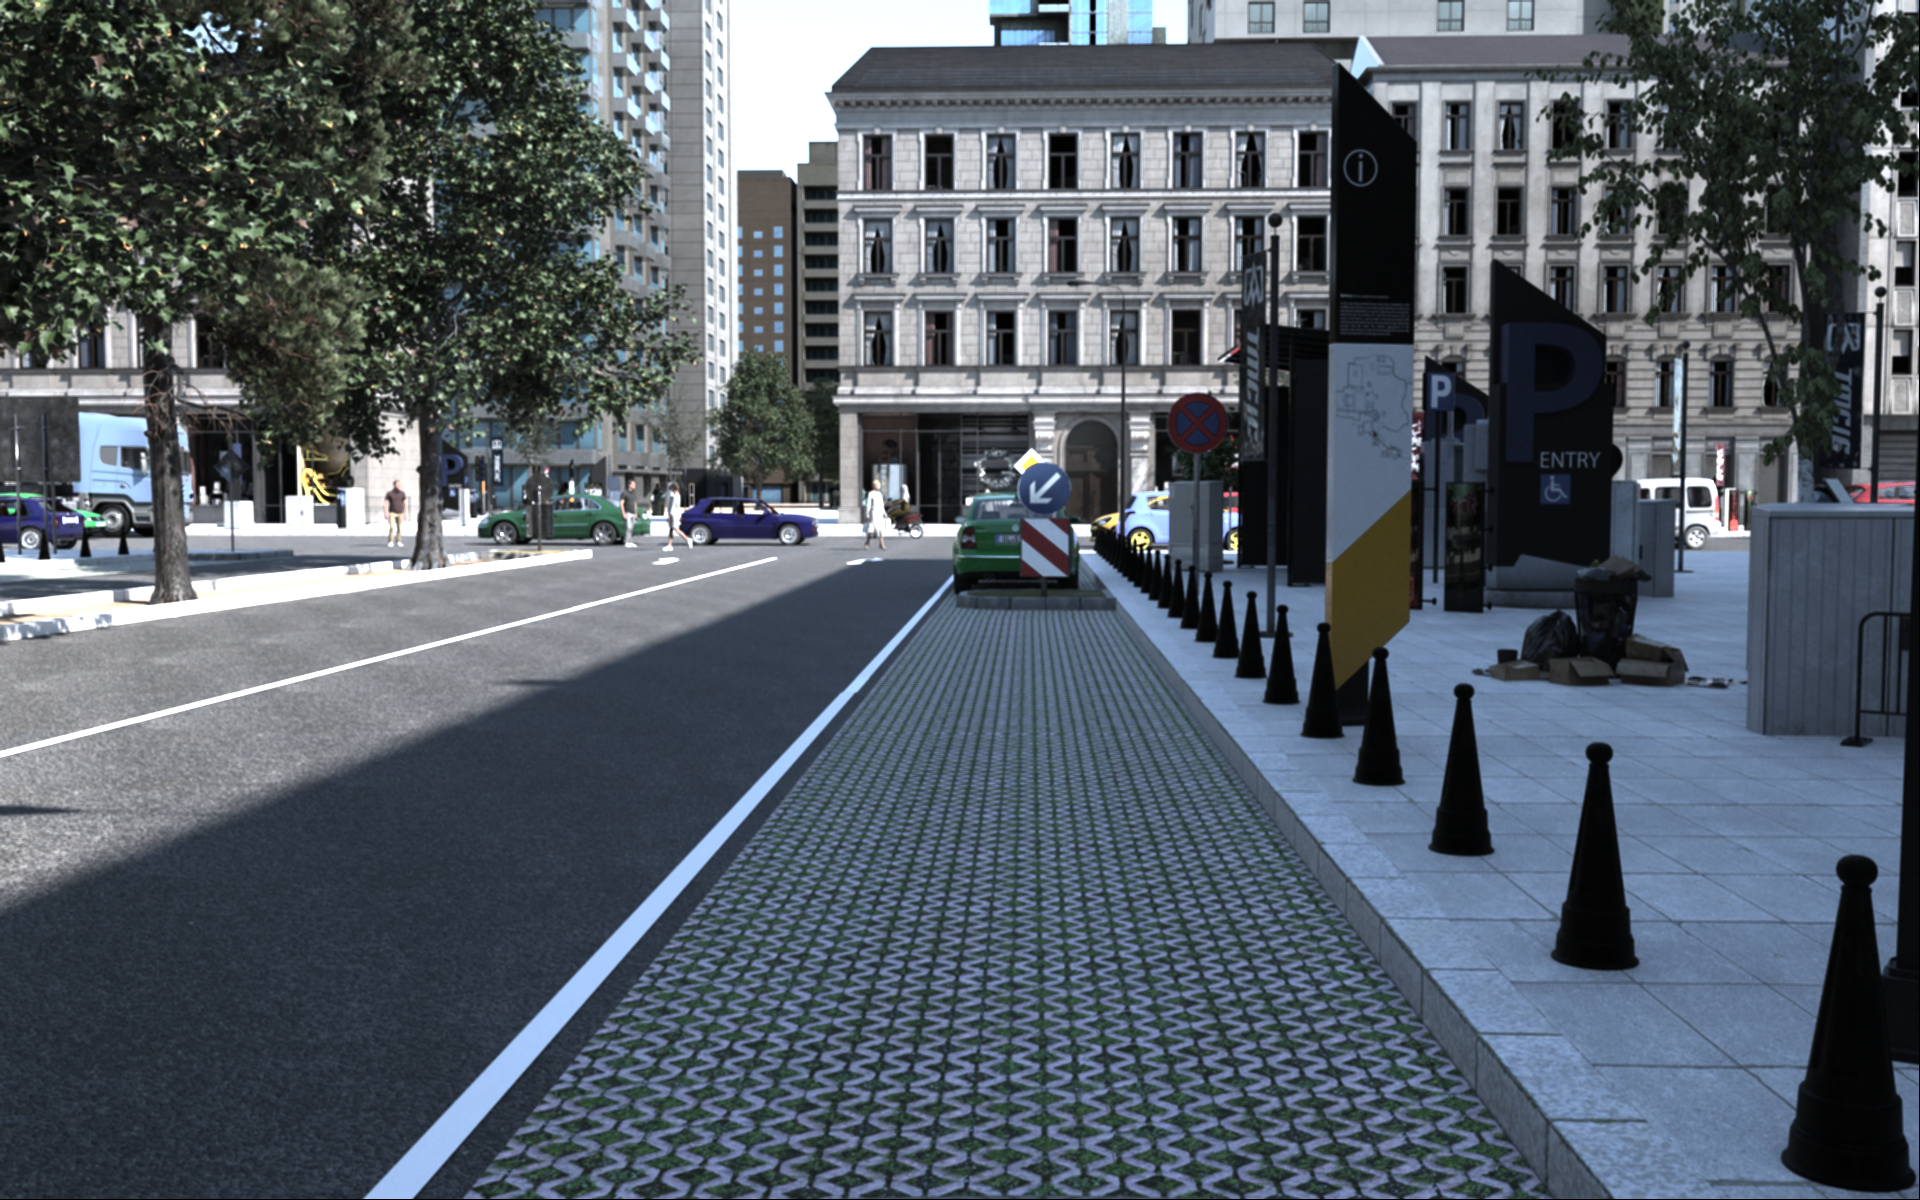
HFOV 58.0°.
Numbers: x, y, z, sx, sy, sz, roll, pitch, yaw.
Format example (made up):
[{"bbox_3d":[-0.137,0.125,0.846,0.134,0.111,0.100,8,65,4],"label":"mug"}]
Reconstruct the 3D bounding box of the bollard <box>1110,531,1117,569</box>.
[{"bbox_3d":[2.745,-0.845,29.856,0.229,0.601,0.229,0,3,0],"label":"bollard"}]

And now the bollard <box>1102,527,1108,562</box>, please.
[{"bbox_3d":[2.863,-1.026,32.822,0.229,0.601,0.229,0,3,0],"label":"bollard"}]

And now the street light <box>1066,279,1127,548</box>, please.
[{"bbox_3d":[3.005,-3.981,37.632,1.470,5.913,1.316,0,4,2],"label":"street light"}]

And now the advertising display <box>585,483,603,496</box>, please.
[{"bbox_3d":[-20.552,-5.626,97.196,0.974,1.923,0.123,0,4,-3],"label":"advertising display"}]

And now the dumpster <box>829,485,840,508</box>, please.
[{"bbox_3d":[-11.198,-9.568,161.393,1.985,2.255,1.502,0,4,3],"label":"dumpster"}]

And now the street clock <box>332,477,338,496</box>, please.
[{"bbox_3d":[-25.643,-4.096,71.546,0.471,2.002,0.358,-3,5,-43],"label":"street clock"}]

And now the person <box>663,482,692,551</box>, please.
[{"bbox_3d":[-7.218,-2.130,44.084,0.760,1.731,0.466,-2,4,-35],"label":"person"}]

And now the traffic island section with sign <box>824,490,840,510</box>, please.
[{"bbox_3d":[-11.186,-9.043,156.488,1.989,1.847,2.006,0,4,2],"label":"traffic island section with sign"}]

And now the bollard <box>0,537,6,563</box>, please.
[{"bbox_3d":[-17.916,-0.993,32.282,0.229,0.601,0.229,0,3,0],"label":"bollard"}]

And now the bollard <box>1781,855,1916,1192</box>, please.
[{"bbox_3d":[1.687,0.781,3.275,0.229,0.601,0.229,0,3,0],"label":"bollard"}]

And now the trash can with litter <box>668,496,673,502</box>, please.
[{"bbox_3d":[-16.850,-5.541,101.986,0.624,1.170,1.055,0,4,-7],"label":"trash can with litter"}]

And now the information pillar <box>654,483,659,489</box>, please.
[{"bbox_3d":[-19.304,-6.465,110.194,0.304,2.012,0.304,-2,4,-27],"label":"information pillar"}]

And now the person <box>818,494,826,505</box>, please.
[{"bbox_3d":[-16.595,-12.166,207.974,0.990,1.755,0.434,1,4,14],"label":"person"}]

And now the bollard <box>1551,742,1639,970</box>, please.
[{"bbox_3d":[1.750,0.690,4.757,0.229,0.601,0.229,0,3,0],"label":"bollard"}]

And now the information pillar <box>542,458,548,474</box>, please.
[{"bbox_3d":[-26.766,-7.367,111.799,0.504,3.616,0.183,3,5,40],"label":"information pillar"}]

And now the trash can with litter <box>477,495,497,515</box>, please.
[{"bbox_3d":[-28.590,-5.833,106.429,1.678,1.210,2.233,-2,4,-34],"label":"trash can with litter"}]

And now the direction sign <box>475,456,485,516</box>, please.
[{"bbox_3d":[-28.587,-6.803,103.230,0.876,3.537,0.379,3,4,38],"label":"direction sign"}]

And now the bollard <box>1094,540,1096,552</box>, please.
[{"bbox_3d":[3.038,-1.298,37.264,0.229,0.601,0.229,0,3,0],"label":"bollard"}]

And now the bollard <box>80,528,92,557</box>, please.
[{"bbox_3d":[-17.800,-1.174,35.235,0.229,0.601,0.229,0,3,0],"label":"bollard"}]

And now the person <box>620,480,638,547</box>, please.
[{"bbox_3d":[-8.954,-2.346,46.981,0.434,1.807,0.598,3,4,37],"label":"person"}]

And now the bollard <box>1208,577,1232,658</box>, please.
[{"bbox_3d":[2.099,0.149,13.606,0.229,0.601,0.229,0,3,0],"label":"bollard"}]

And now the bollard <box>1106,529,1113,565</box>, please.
[{"bbox_3d":[2.803,-0.936,31.349,0.229,0.601,0.229,0,3,0],"label":"bollard"}]

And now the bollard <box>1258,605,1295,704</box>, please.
[{"bbox_3d":[1.980,0.330,10.653,0.229,0.601,0.229,0,3,0],"label":"bollard"}]

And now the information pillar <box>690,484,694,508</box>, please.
[{"bbox_3d":[-18.965,-7.217,122.491,0.304,2.012,0.304,0,4,-7],"label":"information pillar"}]

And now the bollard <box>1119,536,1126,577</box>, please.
[{"bbox_3d":[2.622,-0.664,26.893,0.229,0.601,0.229,0,3,0],"label":"bollard"}]

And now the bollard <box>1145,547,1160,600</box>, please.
[{"bbox_3d":[2.393,-0.302,20.987,0.229,0.601,0.229,0,3,0],"label":"bollard"}]

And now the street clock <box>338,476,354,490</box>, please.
[{"bbox_3d":[-24.064,-3.889,68.153,0.358,2.002,0.471,1,4,17],"label":"street clock"}]

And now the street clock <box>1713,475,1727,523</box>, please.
[{"bbox_3d":[27.829,-3.604,63.495,0.471,2.002,0.358,1,4,22],"label":"street clock"}]

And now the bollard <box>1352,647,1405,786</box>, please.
[{"bbox_3d":[1.867,0.510,7.705,0.229,0.601,0.229,0,3,0],"label":"bollard"}]

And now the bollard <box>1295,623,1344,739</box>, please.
[{"bbox_3d":[1.925,0.420,9.180,0.229,0.601,0.229,0,3,0],"label":"bollard"}]

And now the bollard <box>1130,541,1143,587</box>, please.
[{"bbox_3d":[2.507,-0.483,23.940,0.229,0.601,0.229,0,3,0],"label":"bollard"}]

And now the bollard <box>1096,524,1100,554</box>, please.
[{"bbox_3d":[2.978,-1.208,35.785,0.229,0.601,0.229,0,3,0],"label":"bollard"}]

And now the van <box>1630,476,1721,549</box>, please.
[{"bbox_3d":[17.788,-2.367,45.705,4.112,2.044,2.013,0,4,4],"label":"van"}]

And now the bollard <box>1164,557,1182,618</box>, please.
[{"bbox_3d":[2.272,-0.122,18.034,0.229,0.601,0.229,0,3,0],"label":"bollard"}]

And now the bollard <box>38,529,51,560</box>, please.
[{"bbox_3d":[-17.856,-1.084,33.762,0.229,0.601,0.229,0,3,0],"label":"bollard"}]

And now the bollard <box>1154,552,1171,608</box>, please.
[{"bbox_3d":[2.335,-0.212,19.514,0.229,0.601,0.229,0,3,0],"label":"bollard"}]

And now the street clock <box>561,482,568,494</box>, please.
[{"bbox_3d":[-23.892,-6.123,104.680,0.358,2.002,0.471,1,4,23],"label":"street clock"}]

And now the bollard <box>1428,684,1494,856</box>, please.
[{"bbox_3d":[1.808,0.600,6.230,0.229,0.601,0.229,0,3,0],"label":"bollard"}]

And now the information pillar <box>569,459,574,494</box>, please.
[{"bbox_3d":[-25.581,-7.506,114.070,0.183,3.616,0.504,1,4,11],"label":"information pillar"}]

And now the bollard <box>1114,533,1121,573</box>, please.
[{"bbox_3d":[2.683,-0.754,28.366,0.229,0.601,0.229,0,3,0],"label":"bollard"}]

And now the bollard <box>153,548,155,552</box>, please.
[{"bbox_3d":[-17.679,-1.354,38.180,0.229,0.601,0.229,0,3,0],"label":"bollard"}]

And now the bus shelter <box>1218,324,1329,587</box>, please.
[{"bbox_3d":[5.193,-2.184,26.994,1.731,3.624,6.357,0,4,2],"label":"bus shelter"}]

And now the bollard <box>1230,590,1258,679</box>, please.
[{"bbox_3d":[2.041,0.239,12.133,0.229,0.601,0.229,0,3,0],"label":"bollard"}]

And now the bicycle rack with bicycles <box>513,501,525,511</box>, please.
[{"bbox_3d":[-23.104,-4.932,94.022,2.852,0.926,2.925,-1,4,-8],"label":"bicycle rack with bicycles"}]

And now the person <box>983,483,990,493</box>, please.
[{"bbox_3d":[0.911,-2.910,56.356,0.850,1.792,0.678,2,4,30],"label":"person"}]

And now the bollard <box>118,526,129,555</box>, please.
[{"bbox_3d":[-17.735,-1.264,36.707,0.229,0.601,0.229,0,3,0],"label":"bollard"}]

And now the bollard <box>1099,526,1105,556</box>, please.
[{"bbox_3d":[2.921,-1.117,34.298,0.229,0.601,0.229,0,3,0],"label":"bollard"}]

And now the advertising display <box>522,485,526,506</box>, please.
[{"bbox_3d":[-30.077,-7.032,120.179,0.123,1.923,0.974,1,4,14],"label":"advertising display"}]

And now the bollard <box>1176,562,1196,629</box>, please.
[{"bbox_3d":[2.218,-0.032,16.561,0.229,0.601,0.229,0,3,0],"label":"bollard"}]

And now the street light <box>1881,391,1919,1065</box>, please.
[{"bbox_3d":[1.683,-1.916,3.862,1.470,5.913,1.316,0,4,2],"label":"street light"}]

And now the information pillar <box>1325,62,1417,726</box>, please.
[{"bbox_3d":[2.257,-1.115,9.579,0.504,3.616,0.183,-1,4,-13],"label":"information pillar"}]

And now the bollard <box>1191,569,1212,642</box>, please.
[{"bbox_3d":[2.160,0.058,15.088,0.229,0.601,0.229,0,3,0],"label":"bollard"}]

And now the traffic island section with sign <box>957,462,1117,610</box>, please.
[{"bbox_3d":[0.969,-0.829,22.182,1.989,1.847,2.006,0,4,2],"label":"traffic island section with sign"}]

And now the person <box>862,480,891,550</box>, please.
[{"bbox_3d":[-2.158,-2.172,44.372,0.694,1.780,0.624,-3,4,-36],"label":"person"}]

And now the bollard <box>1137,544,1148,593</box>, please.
[{"bbox_3d":[2.452,-0.393,22.466,0.229,0.601,0.229,0,3,0],"label":"bollard"}]

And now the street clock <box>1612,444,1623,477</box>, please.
[{"bbox_3d":[9.060,-1.216,24.445,0.471,2.002,0.358,0,4,2],"label":"street clock"}]

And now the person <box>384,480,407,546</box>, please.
[{"bbox_3d":[-15.480,-2.379,47.527,0.598,1.807,0.434,-2,4,-24],"label":"person"}]

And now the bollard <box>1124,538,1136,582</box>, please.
[{"bbox_3d":[2.567,-0.574,25.418,0.229,0.601,0.229,0,3,0],"label":"bollard"}]
